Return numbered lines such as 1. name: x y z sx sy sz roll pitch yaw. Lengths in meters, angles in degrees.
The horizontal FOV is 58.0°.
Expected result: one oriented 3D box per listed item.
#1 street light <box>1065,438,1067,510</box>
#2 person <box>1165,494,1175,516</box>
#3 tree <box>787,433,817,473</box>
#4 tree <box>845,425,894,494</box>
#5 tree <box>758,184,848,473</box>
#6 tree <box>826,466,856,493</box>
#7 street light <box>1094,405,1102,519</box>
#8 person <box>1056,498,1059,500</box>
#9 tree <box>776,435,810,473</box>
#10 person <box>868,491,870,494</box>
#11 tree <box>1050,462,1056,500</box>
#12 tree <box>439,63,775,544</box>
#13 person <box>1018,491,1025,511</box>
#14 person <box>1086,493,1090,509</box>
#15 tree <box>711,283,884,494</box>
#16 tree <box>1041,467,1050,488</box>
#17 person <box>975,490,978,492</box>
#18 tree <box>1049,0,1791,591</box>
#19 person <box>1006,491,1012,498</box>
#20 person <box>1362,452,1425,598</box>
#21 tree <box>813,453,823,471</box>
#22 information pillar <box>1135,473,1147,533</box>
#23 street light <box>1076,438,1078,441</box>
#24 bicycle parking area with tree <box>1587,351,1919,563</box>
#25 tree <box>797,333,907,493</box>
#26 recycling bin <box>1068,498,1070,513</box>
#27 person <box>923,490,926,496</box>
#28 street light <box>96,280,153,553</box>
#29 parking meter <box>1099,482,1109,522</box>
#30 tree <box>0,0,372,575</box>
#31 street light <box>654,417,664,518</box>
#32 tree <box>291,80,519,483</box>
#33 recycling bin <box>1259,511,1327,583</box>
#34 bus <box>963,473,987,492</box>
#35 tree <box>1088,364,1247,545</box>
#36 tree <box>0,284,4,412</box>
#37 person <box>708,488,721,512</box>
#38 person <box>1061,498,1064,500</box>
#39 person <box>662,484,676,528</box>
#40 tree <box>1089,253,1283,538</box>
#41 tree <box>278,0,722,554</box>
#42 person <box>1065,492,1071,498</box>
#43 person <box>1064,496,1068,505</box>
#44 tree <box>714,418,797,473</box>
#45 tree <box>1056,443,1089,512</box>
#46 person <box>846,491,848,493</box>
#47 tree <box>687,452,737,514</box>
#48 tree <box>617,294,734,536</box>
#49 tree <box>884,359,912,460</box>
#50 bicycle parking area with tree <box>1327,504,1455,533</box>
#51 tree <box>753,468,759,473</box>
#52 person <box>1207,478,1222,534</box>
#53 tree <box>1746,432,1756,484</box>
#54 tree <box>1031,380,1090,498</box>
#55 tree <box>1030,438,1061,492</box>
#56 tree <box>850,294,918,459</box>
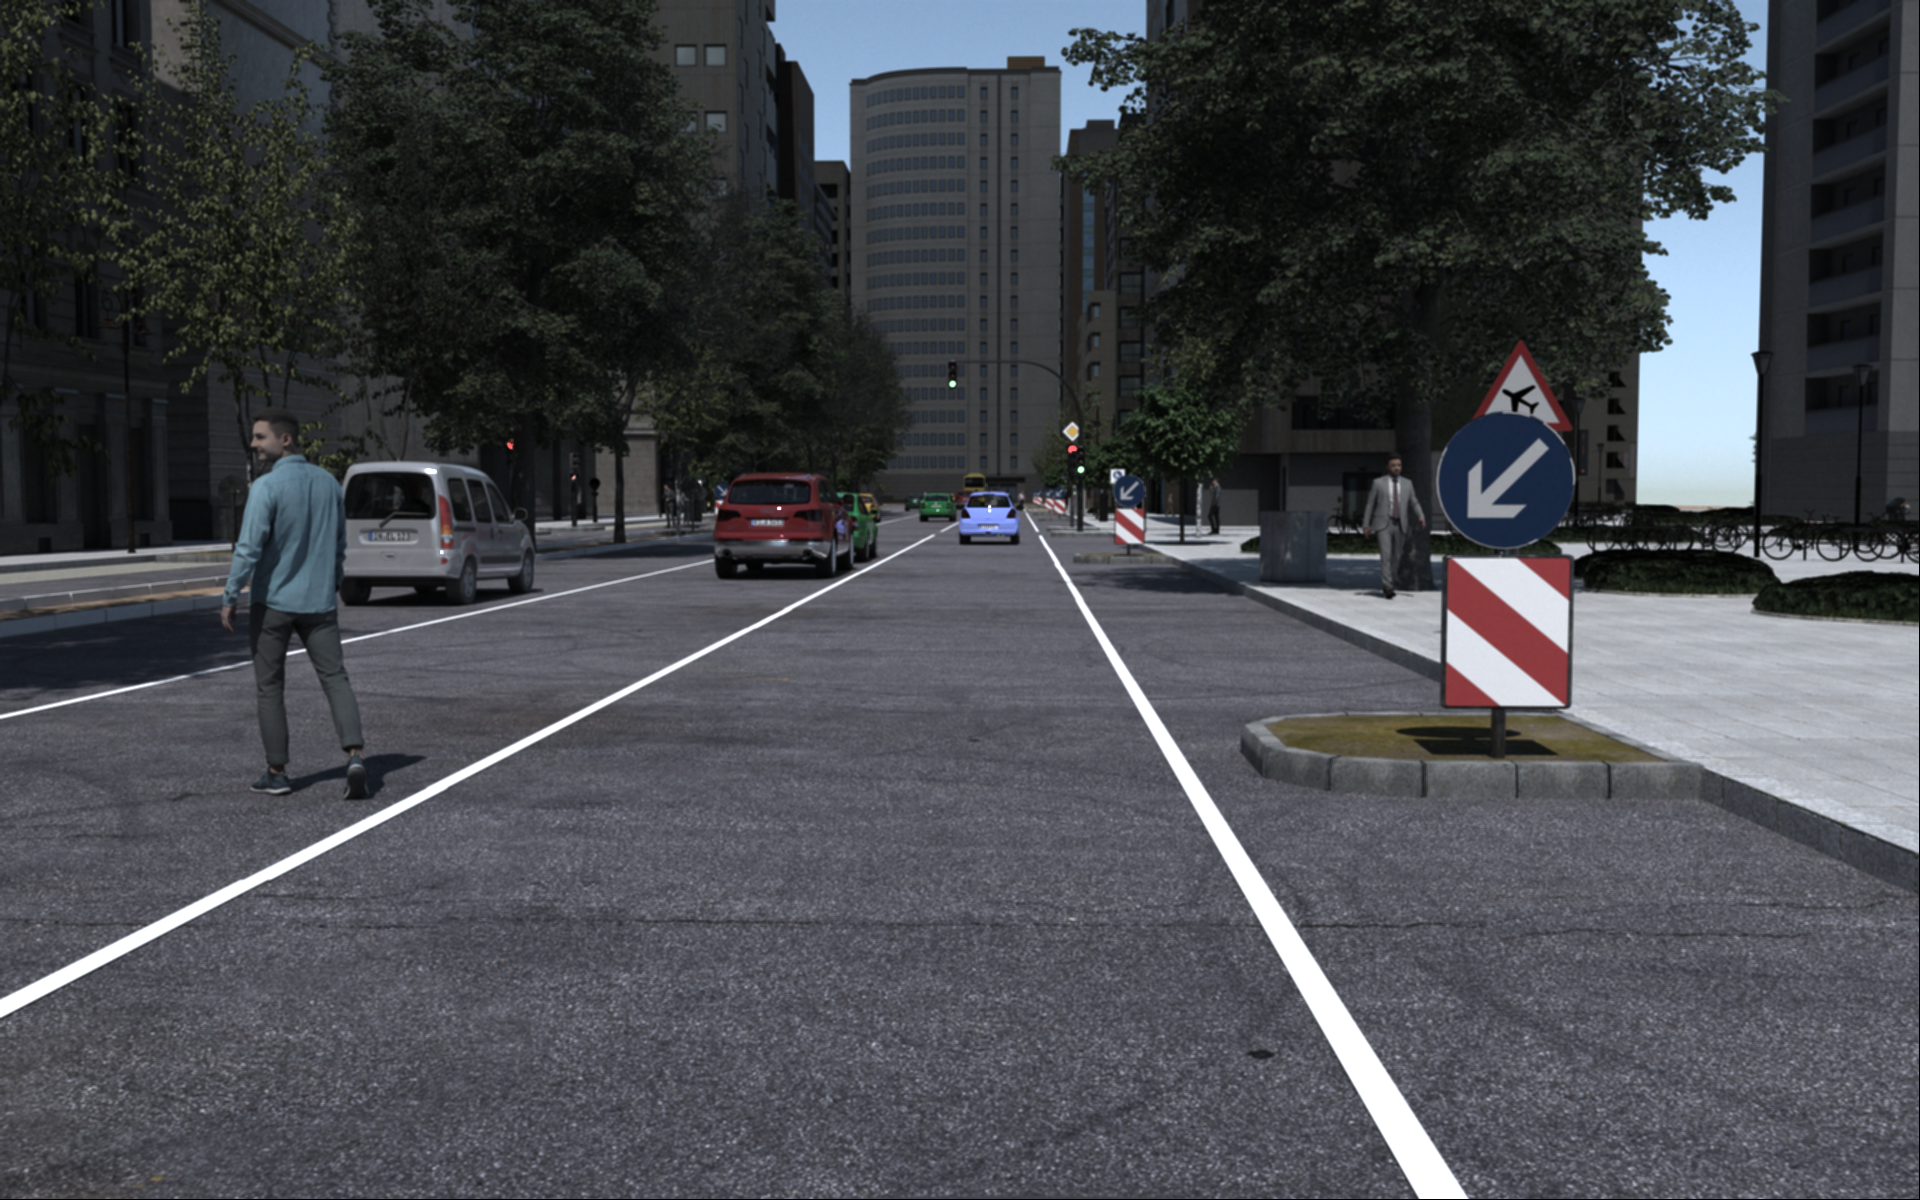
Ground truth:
1. street light: 8.705 -10.325 141.599 0.468 5.910 1.993 0 4 2
2. person: 12.065 -5.453 99.469 0.640 1.303 0.475 -1 4 -16
3. tree: -14.326 -12.315 151.707 4.737 8.622 4.395 0 3 0
4. tree: -7.022 -10.969 132.157 4.737 8.622 4.395 0 3 0
5. tree: -9.046 -9.970 72.116 9.857 13.997 8.962 0 3 0
6. tree: -13.160 -12.749 192.159 4.285 4.588 4.351 0 3 0
7. street light: 7.109 -7.149 89.680 0.468 5.910 1.993 0 4 2
8. person: 12.270 -12.965 218.961 0.756 1.711 0.436 2 4 27
9. tree: -14.651 -11.933 145.468 4.360 8.622 3.978 0 3 0
10. person: -9.081 -9.938 171.001 0.705 1.823 1.348 -2 4 -30
11. tree: 7.813 -7.134 100.357 4.285 4.588 4.351 0 3 0
12. tree: -9.712 -8.331 49.032 12.009 13.543 11.850 0 3 0
13. person: 5.391 -8.620 150.380 0.756 1.711 0.436 -1 4 -23
14. person: 10.596 -8.378 146.275 0.557 1.426 1.065 -3 5 -41
15. tree: -8.952 -9.416 82.163 9.928 11.665 9.643 0 3 0
16. tree: 8.483 -8.614 124.554 4.285 4.588 4.351 0 3 0
17. person: 1.631 -9.824 168.748 0.705 1.869 1.348 3 5 42
18. tree: 5.939 -7.109 22.890 9.857 13.997 8.962 0 3 0
19. person: 5.739 -12.465 211.934 1.348 1.869 0.705 -1 4 -10
20. person: 5.340 -0.922 21.397 0.678 1.792 0.850 0 4 -3
21. tree: -14.568 -13.132 165.075 4.360 8.622 3.978 0 3 0
22. information pillar: 6.026 -3.255 57.718 0.304 2.012 0.304 2 4 26
23. street light: 7.906 -8.720 115.366 0.468 5.910 1.993 0 4 2
24. bicycle parking area with tree: 17.965 -3.047 36.819 8.231 4.147 9.016 -2 4 -29
25. tree: -7.325 -11.942 115.830 7.486 12.596 7.792 0 3 0
26. recycling bin: 7.942 -6.544 119.544 0.722 1.027 0.722 2 4 34
27. person: -3.878 -10.798 184.908 0.599 1.838 0.709 1 4 9
28. street light: -18.039 -3.961 37.545 0.468 5.910 1.993 0 4 2
29. parking meter: 6.696 -4.585 80.668 0.399 1.863 0.255 3 4 38
30. tree: -10.448 -4.434 25.320 4.737 8.622 4.395 0 3 0
31. street light: -16.249 -7.401 93.797 0.468 5.910 1.993 0 4 2
32. tree: -10.062 -4.780 30.976 4.360 8.622 3.978 0 3 0
33. recycling bin: 4.869 -0.781 25.320 0.722 1.027 0.722 -2 4 -25
34. bus: 1.769 -13.084 205.470 2.896 3.916 12.252 0 4 1
35. tree: 5.651 -3.689 44.028 4.285 4.588 4.351 0 3 0
36. tree: -10.431 -3.978 17.856 4.737 8.622 4.395 0 3 0
37. person: -16.884 -6.995 120.634 1.509 1.804 0.699 2 4 28
38. person: 8.830 -8.774 149.455 0.705 1.831 1.348 1 4 9
39. person: -12.174 -3.920 72.401 0.655 1.846 0.447 2 4 34
40. tree: 7.075 -6.108 50.221 4.737 8.622 4.395 0 3 0
41. tree: -9.706 -7.883 38.000 9.857 13.997 8.962 0 3 0
42. person: 11.461 -10.719 181.321 1.348 1.821 0.705 1 4 17
43. person: 11.775 -11.418 192.684 1.348 1.831 0.705 2 4 30
44. tree: -16.250 -12.335 136.083 7.601 10.594 8.767 0 4 0
45. tree: 7.713 -6.241 85.757 4.285 4.588 4.351 0 3 0
46. person: -10.498 -9.198 159.713 1.217 1.723 0.721 3 4 38
47. tree: -16.207 -7.947 113.654 4.285 4.588 4.351 0 3 0
48. tree: -9.411 -6.411 57.633 4.737 8.622 4.395 0 3 0
49. tree: -7.274 -12.015 124.651 9.928 11.665 9.643 0 3 0
50. bicycle parking area with tree: 16.443 -4.059 53.373 9.016 4.147 8.231 -2 4 -31
51. tree: -15.291 -8.258 129.621 1.663 3.219 1.824 0 3 0
52. person: 8.152 -3.015 55.518 0.473 1.802 0.592 2 4 32
53. tree: 62.707 -9.891 124.629 11.467 7.101 20.602 0 4 2
54. tree: 7.519 -9.674 108.529 4.737 8.622 4.395 0 3 0
55. tree: 11.114 -16.471 219.660 4.360 8.622 3.978 0 3 0
56. tree: -8.010 -11.041 93.351 12.009 13.543 11.850 0 3 0
